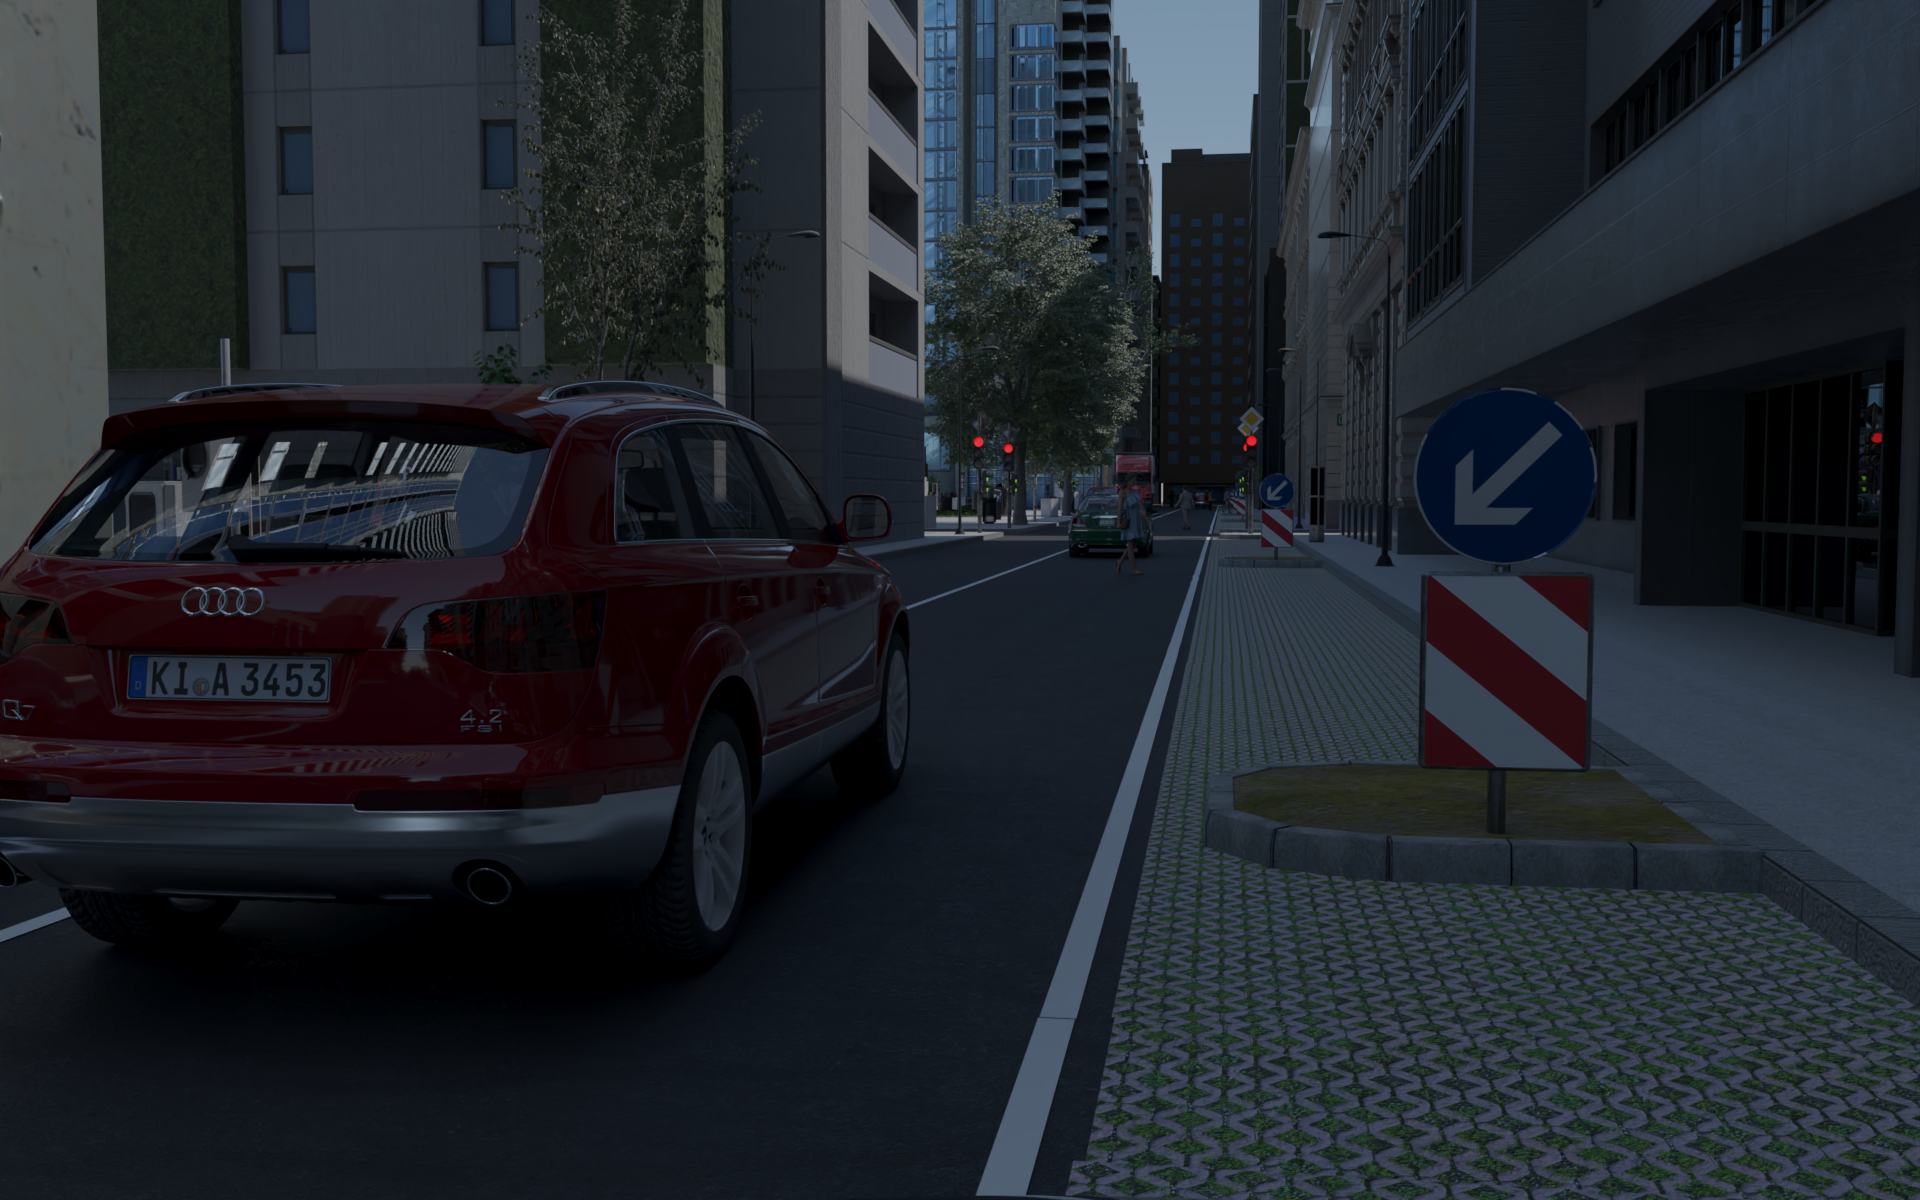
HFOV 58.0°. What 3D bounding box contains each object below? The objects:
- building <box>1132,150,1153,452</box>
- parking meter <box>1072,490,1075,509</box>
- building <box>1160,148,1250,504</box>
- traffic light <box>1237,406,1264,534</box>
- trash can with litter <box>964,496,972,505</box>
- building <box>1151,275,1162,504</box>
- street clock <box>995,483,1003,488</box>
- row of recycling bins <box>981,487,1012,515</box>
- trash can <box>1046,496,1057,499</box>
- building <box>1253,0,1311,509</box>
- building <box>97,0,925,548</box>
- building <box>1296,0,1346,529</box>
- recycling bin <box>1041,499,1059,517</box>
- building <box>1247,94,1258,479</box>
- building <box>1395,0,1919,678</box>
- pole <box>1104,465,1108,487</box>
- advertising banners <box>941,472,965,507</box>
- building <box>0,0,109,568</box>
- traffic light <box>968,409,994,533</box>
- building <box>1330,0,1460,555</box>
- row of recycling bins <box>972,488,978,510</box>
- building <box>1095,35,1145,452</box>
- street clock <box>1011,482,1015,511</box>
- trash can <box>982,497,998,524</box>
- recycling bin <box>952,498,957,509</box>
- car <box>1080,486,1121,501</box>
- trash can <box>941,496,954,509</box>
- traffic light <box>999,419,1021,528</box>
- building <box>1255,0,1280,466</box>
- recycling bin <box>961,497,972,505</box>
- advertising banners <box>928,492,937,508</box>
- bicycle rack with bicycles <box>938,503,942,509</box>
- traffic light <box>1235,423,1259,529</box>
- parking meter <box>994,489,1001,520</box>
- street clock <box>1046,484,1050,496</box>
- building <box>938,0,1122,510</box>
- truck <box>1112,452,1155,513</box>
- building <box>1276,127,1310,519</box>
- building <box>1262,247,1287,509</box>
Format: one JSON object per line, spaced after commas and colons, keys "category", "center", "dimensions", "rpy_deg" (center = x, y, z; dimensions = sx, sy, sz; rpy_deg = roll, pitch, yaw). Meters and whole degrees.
{"category": "building", "center": [15.988, -32.087, 208.209], "dimensions": [14.086, 41.232, 14.154], "rpy_deg": [1, 4, 9]}
{"category": "parking meter", "center": [6.629, -5.783, 102.960], "dimensions": [0.372, 1.533, 0.369], "rpy_deg": [0, 3, 0]}
{"category": "building", "center": [33.685, -35.285, 227.026], "dimensions": [14.200, 45.320, 14.600], "rpy_deg": [1, 4, 9]}
{"category": "traffic light", "center": [9.334, -4.080, 55.631], "dimensions": [0.839, 4.253, 0.868], "rpy_deg": [1, 4, 9]}
{"category": "trash can with litter", "center": [0.870, -7.525, 134.414], "dimensions": [1.055, 1.170, 0.624], "rpy_deg": [-1, 4, -17]}
{"category": "building", "center": [19.686, -28.004, 229.566], "dimensions": [14.107, 30.474, 14.160], "rpy_deg": [1, 4, 9]}
{"category": "street clock", "center": [2.567, -6.689, 113.933], "dimensions": [0.471, 2.002, 0.358], "rpy_deg": [-3, 5, -41]}
{"category": "row of recycling bins", "center": [2.373, -6.012, 105.414], "dimensions": [1.069, 1.692, 3.534], "rpy_deg": [1, 4, 16]}
{"category": "trash can", "center": [6.043, -6.296, 114.588], "dimensions": [0.748, 1.137, 0.748], "rpy_deg": [0, 3, 0]}
{"category": "building", "center": [36.092, -43.549, 150.274], "dimensions": [20.563, 71.187, 20.611], "rpy_deg": [1, 4, 9]}
{"category": "building", "center": [-15.549, -30.856, 46.499], "dimensions": [28.212, 58.520, 21.231], "rpy_deg": [1, 4, 9]}
{"category": "building", "center": [35.746, -17.777, 67.076], "dimensions": [44.131, 29.872, 17.030], "rpy_deg": [1, 4, 9]}
{"category": "recycling bin", "center": [4.939, -5.065, 95.371], "dimensions": [0.722, 1.027, 0.722], "rpy_deg": [3, 5, 43]}
{"category": "building", "center": [44.196, -35.221, 199.569], "dimensions": [21.300, 48.544, 21.600], "rpy_deg": [1, 4, 9]}
{"category": "building", "center": [13.595, -12.225, 18.942], "dimensions": [14.314, 24.678, 30.058], "rpy_deg": [1, 4, 9]}
{"category": "pole", "center": [9.838, -7.517, 116.741], "dimensions": [0.158, 3.312, 0.155], "rpy_deg": [0, 3, 0]}
{"category": "advertising banners", "center": [-0.572, -8.659, 137.764], "dimensions": [2.074, 3.025, 0.090], "rpy_deg": [-1, 4, -13]}
{"category": "building", "center": [-19.648, -42.063, 0.395], "dimensions": [22.319, 86.520, 31.000], "rpy_deg": [1, 4, 9]}
{"category": "traffic light", "center": [0.669, -4.159, 56.922], "dimensions": [0.839, 4.253, 0.868], "rpy_deg": [1, 4, 9]}
{"category": "building", "center": [15.367, -13.179, 44.355], "dimensions": [11.050, 23.489, 19.941], "rpy_deg": [1, 4, 9]}
{"category": "row of recycling bins", "center": [1.511, -6.226, 108.913], "dimensions": [1.069, 1.692, 3.534], "rpy_deg": [1, 4, 13]}
{"category": "building", "center": [8.228, -34.640, 185.978], "dimensions": [23.786, 49.044, 30.456], "rpy_deg": [1, 4, 9]}
{"category": "street clock", "center": [2.734, -4.970, 85.834], "dimensions": [0.471, 2.002, 0.358], "rpy_deg": [0, 4, 2]}
{"category": "trash can", "center": [1.266, -3.872, 74.957], "dimensions": [0.748, 1.137, 0.748], "rpy_deg": [0, 3, 0]}
{"category": "recycling bin", "center": [-0.572, -6.487, 118.609], "dimensions": [0.722, 1.027, 0.722], "rpy_deg": [0, 4, -2]}
{"category": "car", "center": [7.207, -4.779, 86.806], "dimensions": [2.281, 1.827, 5.304], "rpy_deg": [1, 4, 10]}
{"category": "trash can", "center": [-0.761, -5.681, 104.536], "dimensions": [0.748, 1.137, 0.748], "rpy_deg": [0, 3, 0]}
{"category": "traffic light", "center": [1.863, -4.642, 64.817], "dimensions": [0.839, 4.253, 0.868], "rpy_deg": [1, 4, 9]}
{"category": "building", "center": [40.578, -38.695, 174.668], "dimensions": [21.231, 58.520, 28.212], "rpy_deg": [1, 4, 9]}
{"category": "recycling bin", "center": [0.540, -7.744, 139.176], "dimensions": [0.722, 1.027, 0.722], "rpy_deg": [1, 4, 20]}
{"category": "advertising banners", "center": [-2.315, -6.316, 99.450], "dimensions": [2.074, 3.025, 0.090], "rpy_deg": [1, 4, 22]}
{"category": "bicycle rack with bicycles", "center": [-2.302, -6.817, 124.837], "dimensions": [2.925, 0.926, 2.852], "rpy_deg": [1, 4, 11]}
{"category": "traffic light", "center": [10.529, -4.563, 63.527], "dimensions": [0.839, 4.253, 0.868], "rpy_deg": [1, 4, 9]}
{"category": "parking meter", "center": [1.860, -4.733, 85.795], "dimensions": [0.372, 1.533, 0.369], "rpy_deg": [0, 3, 0]}
{"category": "street clock", "center": [6.149, -7.136, 121.236], "dimensions": [0.358, 2.002, 0.471], "rpy_deg": [1, 4, 9]}
{"category": "building", "center": [3.750, -51.487, 154.490], "dimensions": [22.319, 86.520, 31.000], "rpy_deg": [1, 4, 9]}
{"category": "truck", "center": [11.922, -7.884, 117.818], "dimensions": [2.839, 4.237, 11.283], "rpy_deg": [0, 4, 7]}
{"category": "building", "center": [26.313, -16.787, 110.629], "dimensions": [11.583, 22.565, 21.152], "rpy_deg": [1, 4, 9]}
{"category": "building", "center": [28.990, -18.299, 128.868], "dimensions": [12.332, 23.373, 15.834], "rpy_deg": [1, 4, 9]}
